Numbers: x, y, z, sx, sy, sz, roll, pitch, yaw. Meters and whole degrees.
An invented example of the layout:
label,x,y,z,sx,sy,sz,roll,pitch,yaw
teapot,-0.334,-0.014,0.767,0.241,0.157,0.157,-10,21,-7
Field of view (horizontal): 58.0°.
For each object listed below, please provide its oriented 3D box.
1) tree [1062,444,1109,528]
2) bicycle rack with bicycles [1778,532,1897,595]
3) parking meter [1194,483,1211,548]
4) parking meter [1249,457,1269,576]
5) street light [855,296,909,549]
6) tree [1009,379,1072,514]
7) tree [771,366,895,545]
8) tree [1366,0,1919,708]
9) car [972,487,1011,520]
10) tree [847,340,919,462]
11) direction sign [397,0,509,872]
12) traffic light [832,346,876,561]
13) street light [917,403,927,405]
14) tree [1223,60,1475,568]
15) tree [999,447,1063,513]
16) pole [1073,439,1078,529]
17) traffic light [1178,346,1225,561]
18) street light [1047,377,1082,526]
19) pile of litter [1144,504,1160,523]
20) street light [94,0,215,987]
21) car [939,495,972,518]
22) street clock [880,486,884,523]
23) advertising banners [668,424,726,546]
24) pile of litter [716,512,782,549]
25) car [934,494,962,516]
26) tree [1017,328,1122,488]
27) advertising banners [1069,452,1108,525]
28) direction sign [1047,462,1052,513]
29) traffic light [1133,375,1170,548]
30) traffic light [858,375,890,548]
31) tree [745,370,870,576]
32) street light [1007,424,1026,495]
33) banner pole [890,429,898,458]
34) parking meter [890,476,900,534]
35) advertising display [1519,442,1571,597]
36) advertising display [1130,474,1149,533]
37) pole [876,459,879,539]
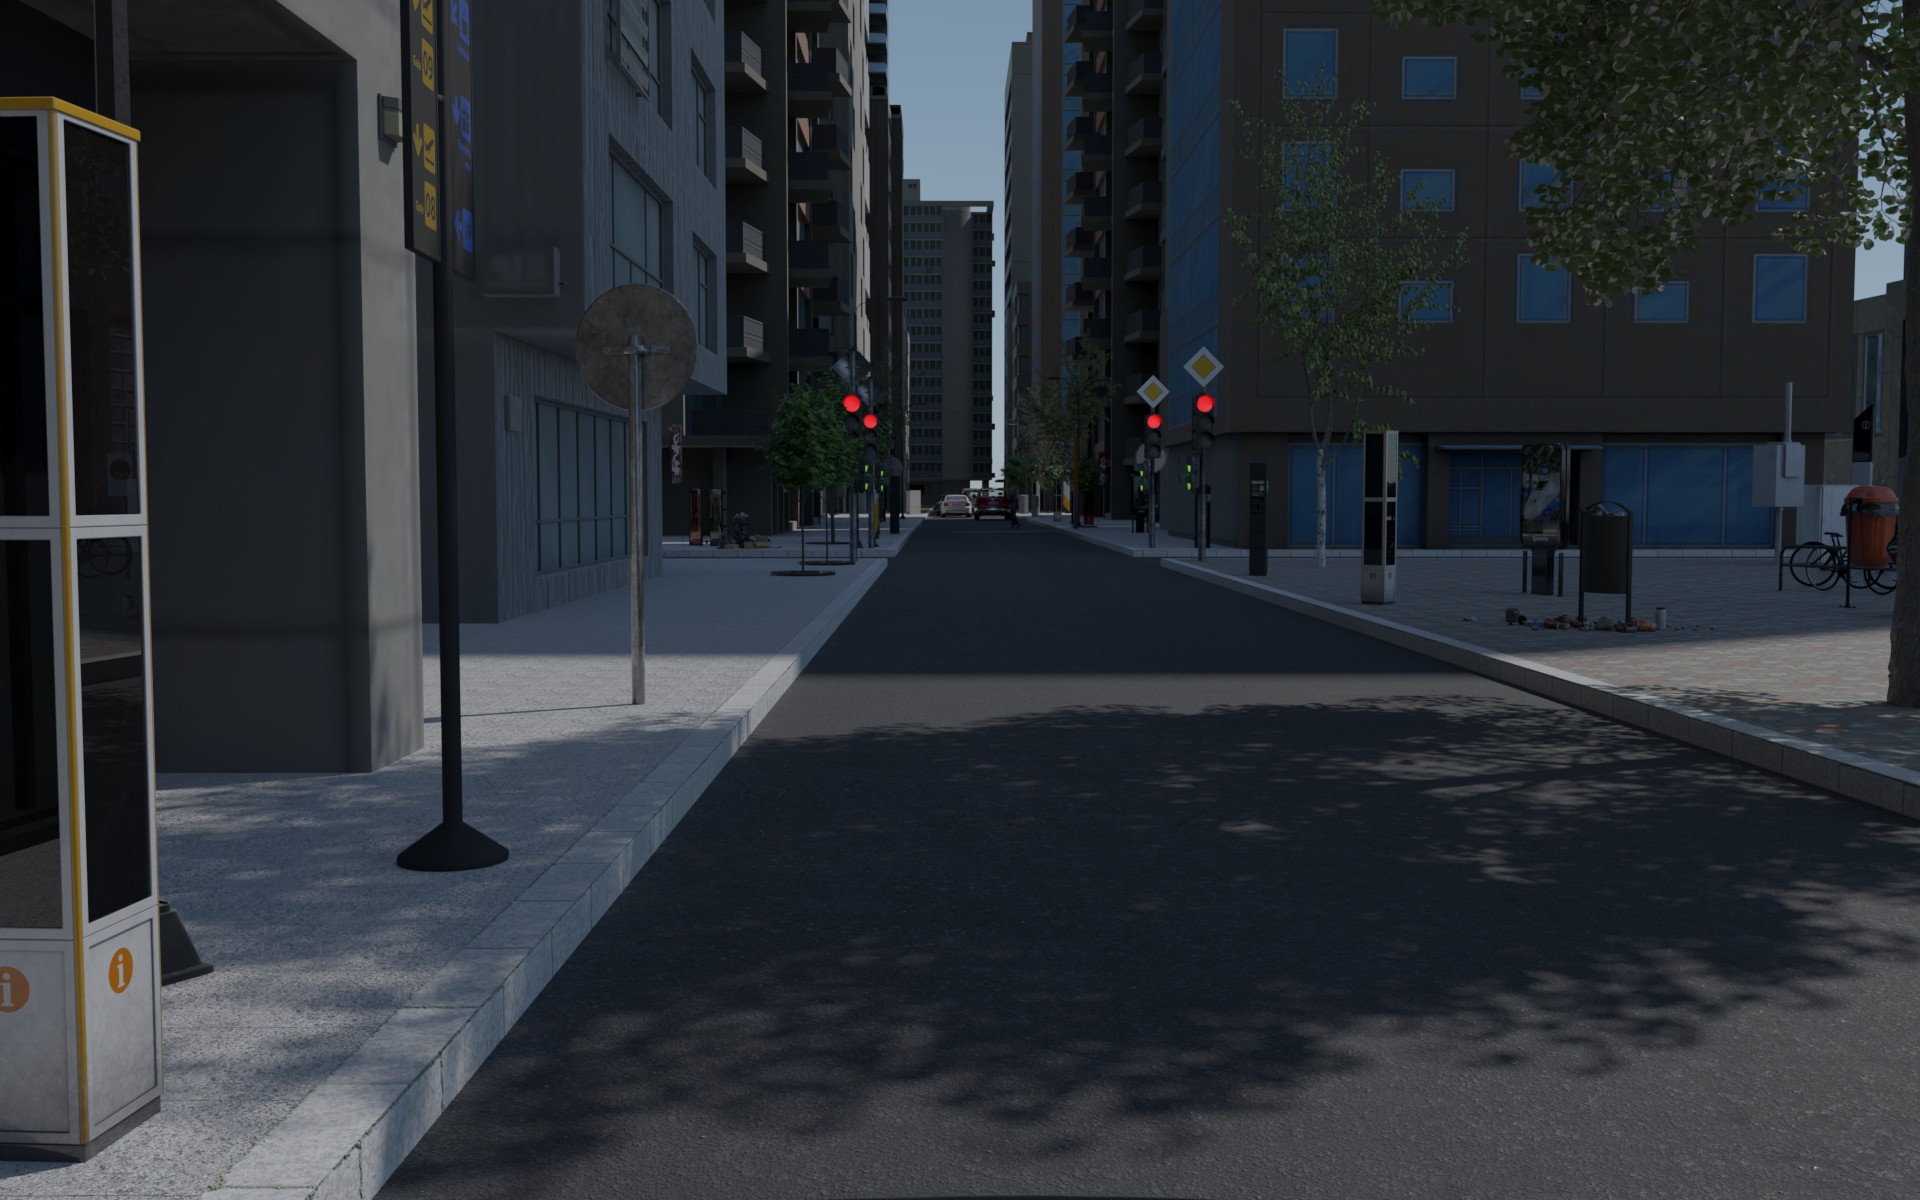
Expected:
label,x,y,z,sx,sy,sz,roll,pitch,yaw
tree,4.798,-4.394,66.451,1.663,3.219,1.824,0,3,0
bicycle rack with bicycles,12.131,-0.575,22.789,2.852,0.926,2.925,-2,4,-25
parking meter,5.754,-1.999,41.092,0.372,1.533,0.369,0,3,0
parking meter,4.697,-1.315,27.213,0.255,1.863,0.399,1,4,17
street light,-1.901,-4.173,40.774,1.470,5.913,1.316,0,4,0
tree,5.285,-9.853,111.460,4.360,8.622,3.978,0,3,0
tree,-3.229,-3.727,44.658,4.285,4.588,4.351,0,3,0
tree,5.460,-5.635,10.258,7.486,12.596,7.792,0,3,0
car,1.800,-5.353,96.199,2.281,1.827,5.304,0,4,0
tree,-4.029,-8.145,83.531,4.360,8.622,3.978,0,3,0
direction sign,-1.773,-0.854,5.955,0.379,3.537,0.876,0,4,-3
traffic light,-2.015,-2.690,32.896,0.839,4.253,0.868,0,4,0
street light,-2.376,-7.063,88.025,1.470,5.913,1.316,0,4,0
tree,6.352,-4.858,29.785,4.737,8.622,4.395,0,3,0
tree,4.479,-8.573,123.881,4.285,4.588,4.351,0,3,0
pole,4.262,-4.275,63.734,0.158,3.312,0.155,0,3,0
traffic light,4.596,-2.694,32.966,0.839,4.253,0.868,0,4,0
street light,4.156,-5.874,68.585,1.470,5.913,1.316,0,4,0
pile of litter,8.791,-3.924,78.127,1.719,0.858,1.176,2,4,35
street light,-1.643,-1.950,4.423,1.470,5.913,1.316,0,4,0
car,-0.255,-5.790,107.033,2.083,1.381,4.827,0,4,-2
street clock,-3.622,-4.500,78.148,0.471,2.002,0.358,0,4,1
advertising banners,-6.520,-2.851,42.809,2.074,3.025,0.090,3,5,40
pile of litter,-4.972,-1.641,40.802,1.719,0.858,1.176,-2,4,-24
car,-0.696,-6.344,113.505,2.009,1.686,4.222,0,4,0
tree,4.902,-7.691,76.113,4.737,8.622,4.395,0,3,0
advertising banners,5.365,-4.644,72.118,2.074,3.025,0.090,3,5,44
direction sign,6.010,-7.580,115.935,0.379,3.537,0.876,0,4,2
traffic light,4.532,-3.182,40.950,0.839,4.253,0.868,0,4,0
traffic light,-2.079,-3.178,40.881,0.839,4.253,0.868,0,4,0
tree,-2.444,-1.996,27.229,1.663,3.219,1.824,0,3,0
street light,3.815,-8.702,114.823,1.470,5.913,1.316,0,4,0
banner pole,-2.530,-4.667,66.317,0.401,3.779,0.863,1,4,18
parking meter,-2.110,-3.070,55.902,0.255,1.863,0.399,-1,4,-14
advertising display,7.431,-1.029,22.045,0.123,1.923,0.974,-1,4,-12
advertising display,5.965,-3.187,57.315,0.123,1.923,0.974,3,5,40
pole,-2.414,-3.384,49.177,0.158,3.312,0.155,0,3,0
